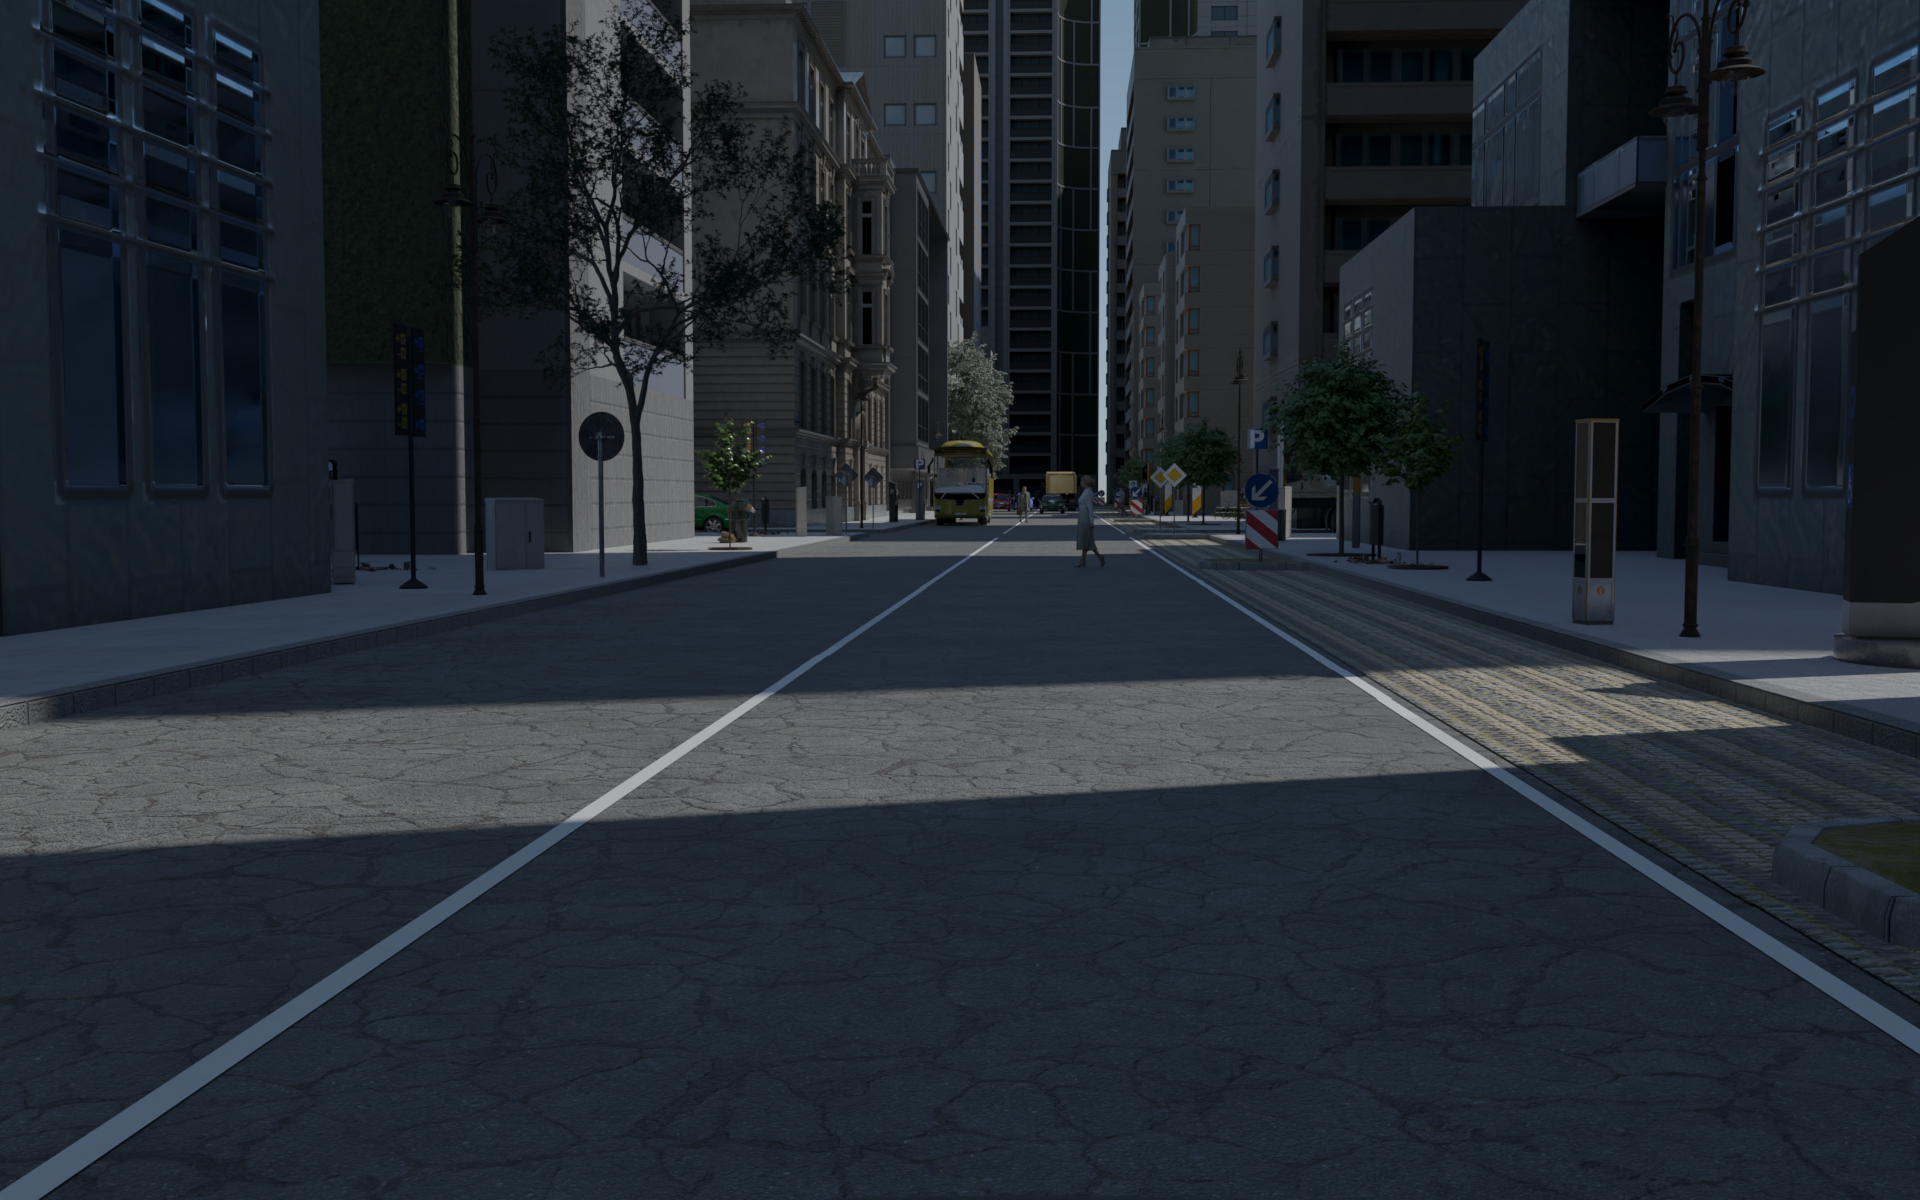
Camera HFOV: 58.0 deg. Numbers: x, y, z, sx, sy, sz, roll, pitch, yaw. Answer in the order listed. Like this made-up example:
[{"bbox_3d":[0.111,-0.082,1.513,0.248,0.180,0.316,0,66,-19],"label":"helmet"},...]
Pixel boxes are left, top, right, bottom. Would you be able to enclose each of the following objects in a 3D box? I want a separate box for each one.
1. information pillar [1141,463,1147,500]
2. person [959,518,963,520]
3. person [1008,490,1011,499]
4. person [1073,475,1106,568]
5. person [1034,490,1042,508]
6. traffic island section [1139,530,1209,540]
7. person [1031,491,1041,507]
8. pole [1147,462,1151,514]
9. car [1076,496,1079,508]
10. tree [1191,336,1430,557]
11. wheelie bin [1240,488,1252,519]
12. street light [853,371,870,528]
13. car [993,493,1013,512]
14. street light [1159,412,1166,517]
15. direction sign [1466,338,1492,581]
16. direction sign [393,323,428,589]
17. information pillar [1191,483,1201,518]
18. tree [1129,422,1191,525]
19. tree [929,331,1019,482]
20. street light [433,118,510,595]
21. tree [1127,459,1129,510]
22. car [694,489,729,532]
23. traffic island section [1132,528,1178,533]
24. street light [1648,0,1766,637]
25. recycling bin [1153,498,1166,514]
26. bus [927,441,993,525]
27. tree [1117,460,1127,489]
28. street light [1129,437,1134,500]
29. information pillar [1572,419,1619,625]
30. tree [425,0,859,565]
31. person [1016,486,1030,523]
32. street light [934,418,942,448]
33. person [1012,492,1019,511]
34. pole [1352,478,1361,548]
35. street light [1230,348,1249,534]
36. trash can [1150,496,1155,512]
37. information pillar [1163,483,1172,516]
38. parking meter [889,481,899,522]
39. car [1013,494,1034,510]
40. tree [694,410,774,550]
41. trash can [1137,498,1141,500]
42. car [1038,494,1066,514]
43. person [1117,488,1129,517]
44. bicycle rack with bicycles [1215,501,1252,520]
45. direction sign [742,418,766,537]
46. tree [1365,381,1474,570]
[{"bbox_3d":[13.818,-8.457,129.624,0.504,3.616,0.183,-1,4,-19],"label":"information pillar"},{"bbox_3d":[0.052,-5.342,95.962,0.709,1.813,0.853,-2,4,-25],"label":"person"},{"bbox_3d":[5.085,-10.264,176.403,0.705,1.814,1.350,0,4,2],"label":"person"},{"bbox_3d":[2.533,-1.530,33.747,0.641,1.798,0.478,1,4,17],"label":"person"},{"bbox_3d":[7.988,-10.237,176.018,1.348,1.807,0.705,-3,4,-37],"label":"person"},{"bbox_3d":[6.907,-2.045,55.710,2.009,0.180,2.903,0,4,3],"label":"traffic island section"},{"bbox_3d":[8.337,-11.166,191.204,1.348,1.807,0.705,1,4,23],"label":"person"},{"bbox_3d":[12.192,-7.212,111.757,0.158,3.312,0.155,0,3,0],"label":"pole"},{"bbox_3d":[11.670,-10.466,183.115,2.014,1.417,4.499,0,4,4],"label":"car"},{"bbox_3d":[7.911,-3.203,36.081,4.285,4.588,4.351,0,3,0],"label":"tree"},{"bbox_3d":[14.778,-5.003,89.714,0.693,1.594,0.980,-3,5,-44],"label":"wheelie bin"},{"bbox_3d":[-3.692,-5.631,64.861,0.468,5.910,1.993,0,4,3],"label":"street light"},{"bbox_3d":[3.299,-8.211,143.284,2.155,1.783,4.494,0,4,3],"label":"car"},{"bbox_3d":[11.466,-7.676,98.293,0.468,5.910,1.993,0,4,3],"label":"street light"},{"bbox_3d":[7.684,-2.051,25.532,0.379,3.537,0.876,2,4,27],"label":"direction sign"},{"bbox_3d":[-7.421,-1.922,23.420,0.379,3.537,0.876,0,4,7],"label":"direction sign"},{"bbox_3d":[12.770,-6.245,93.463,0.504,3.616,0.183,-1,4,-17],"label":"information pillar"},{"bbox_3d":[10.218,-5.405,72.089,4.285,4.588,4.351,0,3,0],"label":"tree"},{"bbox_3d":[-0.295,-13.965,134.990,9.857,13.997,8.962,0,3,0],"label":"tree"},{"bbox_3d":[-6.111,-3.001,21.857,0.468,5.910,1.993,0,4,3],"label":"street light"},{"bbox_3d":[10.342,-5.825,78.950,4.285,4.588,4.351,0,3,0],"label":"tree"},{"bbox_3d":[-9.703,-3.116,59.736,4.718,1.807,1.959,0,4,1],"label":"car"},{"bbox_3d":[7.379,-2.532,63.681,2.009,0.180,2.903,0,4,3],"label":"traffic island section"},{"bbox_3d":[6.565,-2.606,15.398,0.468,5.910,1.993,0,4,3],"label":"street light"},{"bbox_3d":[12.742,-5.954,109.909,0.722,1.027,0.722,-2,4,-26],"label":"recycling bin"},{"bbox_3d":[0.226,-5.617,83.379,2.896,3.916,12.252,0,4,2],"label":"bus"},{"bbox_3d":[14.444,-9.602,140.704,4.285,4.588,4.351,0,3,0],"label":"tree"},{"bbox_3d":[13.645,-10.074,137.505,0.468,5.910,1.993,0,4,3],"label":"street light"},{"bbox_3d":[6.258,-0.769,17.069,0.304,2.012,0.304,0,4,-7],"label":"information pillar"},{"bbox_3d":[-5.683,-5.926,31.300,8.767,10.594,7.601,1,4,12],"label":"tree"},{"bbox_3d":[3.203,-4.792,86.947,0.694,1.812,0.767,-1,4,-9],"label":"person"},{"bbox_3d":[-1.342,-8.058,104.533,0.468,5.910,1.993,0,4,3],"label":"street light"},{"bbox_3d":[4.673,-8.350,146.489,0.593,1.643,0.415,0,4,5],"label":"person"},{"bbox_3d":[9.398,-2.885,41.010,0.158,3.312,0.155,0,3,0],"label":"pole"},{"bbox_3d":[8.850,-5.023,54.914,0.468,5.910,1.993,0,4,3],"label":"street light"},{"bbox_3d":[13.919,-6.868,123.949,0.748,1.137,0.748,0,3,0],"label":"trash can"},{"bbox_3d":[12.136,-6.702,100.932,0.504,3.616,0.183,-3,5,-39],"label":"information pillar"},{"bbox_3d":[-3.015,-4.475,78.882,0.399,1.863,0.255,2,4,28],"label":"parking meter"},{"bbox_3d":[5.674,-8.909,155.246,1.945,1.707,3.694,0,4,3],"label":"car"},{"bbox_3d":[-5.397,-2.772,39.929,1.663,3.219,1.824,0,3,0],"label":"tree"},{"bbox_3d":[13.958,-7.488,134.089,0.748,1.137,0.748,0,3,0],"label":"trash can"},{"bbox_3d":[6.834,-7.137,128.485,2.131,1.459,4.920,0,4,2],"label":"car"},{"bbox_3d":[10.105,-6.082,108.057,0.853,1.813,0.709,-1,4,-15],"label":"person"},{"bbox_3d":[14.272,-4.505,87.045,2.925,0.926,2.852,-2,4,-25],"label":"bicycle rack with bicycles"},{"bbox_3d":[-6.197,-3.680,52.159,0.379,3.537,0.876,3,5,43],"label":"direction sign"},{"bbox_3d":[7.750,-2.150,29.760,1.663,3.219,1.824,0,3,0],"label":"tree"}]
